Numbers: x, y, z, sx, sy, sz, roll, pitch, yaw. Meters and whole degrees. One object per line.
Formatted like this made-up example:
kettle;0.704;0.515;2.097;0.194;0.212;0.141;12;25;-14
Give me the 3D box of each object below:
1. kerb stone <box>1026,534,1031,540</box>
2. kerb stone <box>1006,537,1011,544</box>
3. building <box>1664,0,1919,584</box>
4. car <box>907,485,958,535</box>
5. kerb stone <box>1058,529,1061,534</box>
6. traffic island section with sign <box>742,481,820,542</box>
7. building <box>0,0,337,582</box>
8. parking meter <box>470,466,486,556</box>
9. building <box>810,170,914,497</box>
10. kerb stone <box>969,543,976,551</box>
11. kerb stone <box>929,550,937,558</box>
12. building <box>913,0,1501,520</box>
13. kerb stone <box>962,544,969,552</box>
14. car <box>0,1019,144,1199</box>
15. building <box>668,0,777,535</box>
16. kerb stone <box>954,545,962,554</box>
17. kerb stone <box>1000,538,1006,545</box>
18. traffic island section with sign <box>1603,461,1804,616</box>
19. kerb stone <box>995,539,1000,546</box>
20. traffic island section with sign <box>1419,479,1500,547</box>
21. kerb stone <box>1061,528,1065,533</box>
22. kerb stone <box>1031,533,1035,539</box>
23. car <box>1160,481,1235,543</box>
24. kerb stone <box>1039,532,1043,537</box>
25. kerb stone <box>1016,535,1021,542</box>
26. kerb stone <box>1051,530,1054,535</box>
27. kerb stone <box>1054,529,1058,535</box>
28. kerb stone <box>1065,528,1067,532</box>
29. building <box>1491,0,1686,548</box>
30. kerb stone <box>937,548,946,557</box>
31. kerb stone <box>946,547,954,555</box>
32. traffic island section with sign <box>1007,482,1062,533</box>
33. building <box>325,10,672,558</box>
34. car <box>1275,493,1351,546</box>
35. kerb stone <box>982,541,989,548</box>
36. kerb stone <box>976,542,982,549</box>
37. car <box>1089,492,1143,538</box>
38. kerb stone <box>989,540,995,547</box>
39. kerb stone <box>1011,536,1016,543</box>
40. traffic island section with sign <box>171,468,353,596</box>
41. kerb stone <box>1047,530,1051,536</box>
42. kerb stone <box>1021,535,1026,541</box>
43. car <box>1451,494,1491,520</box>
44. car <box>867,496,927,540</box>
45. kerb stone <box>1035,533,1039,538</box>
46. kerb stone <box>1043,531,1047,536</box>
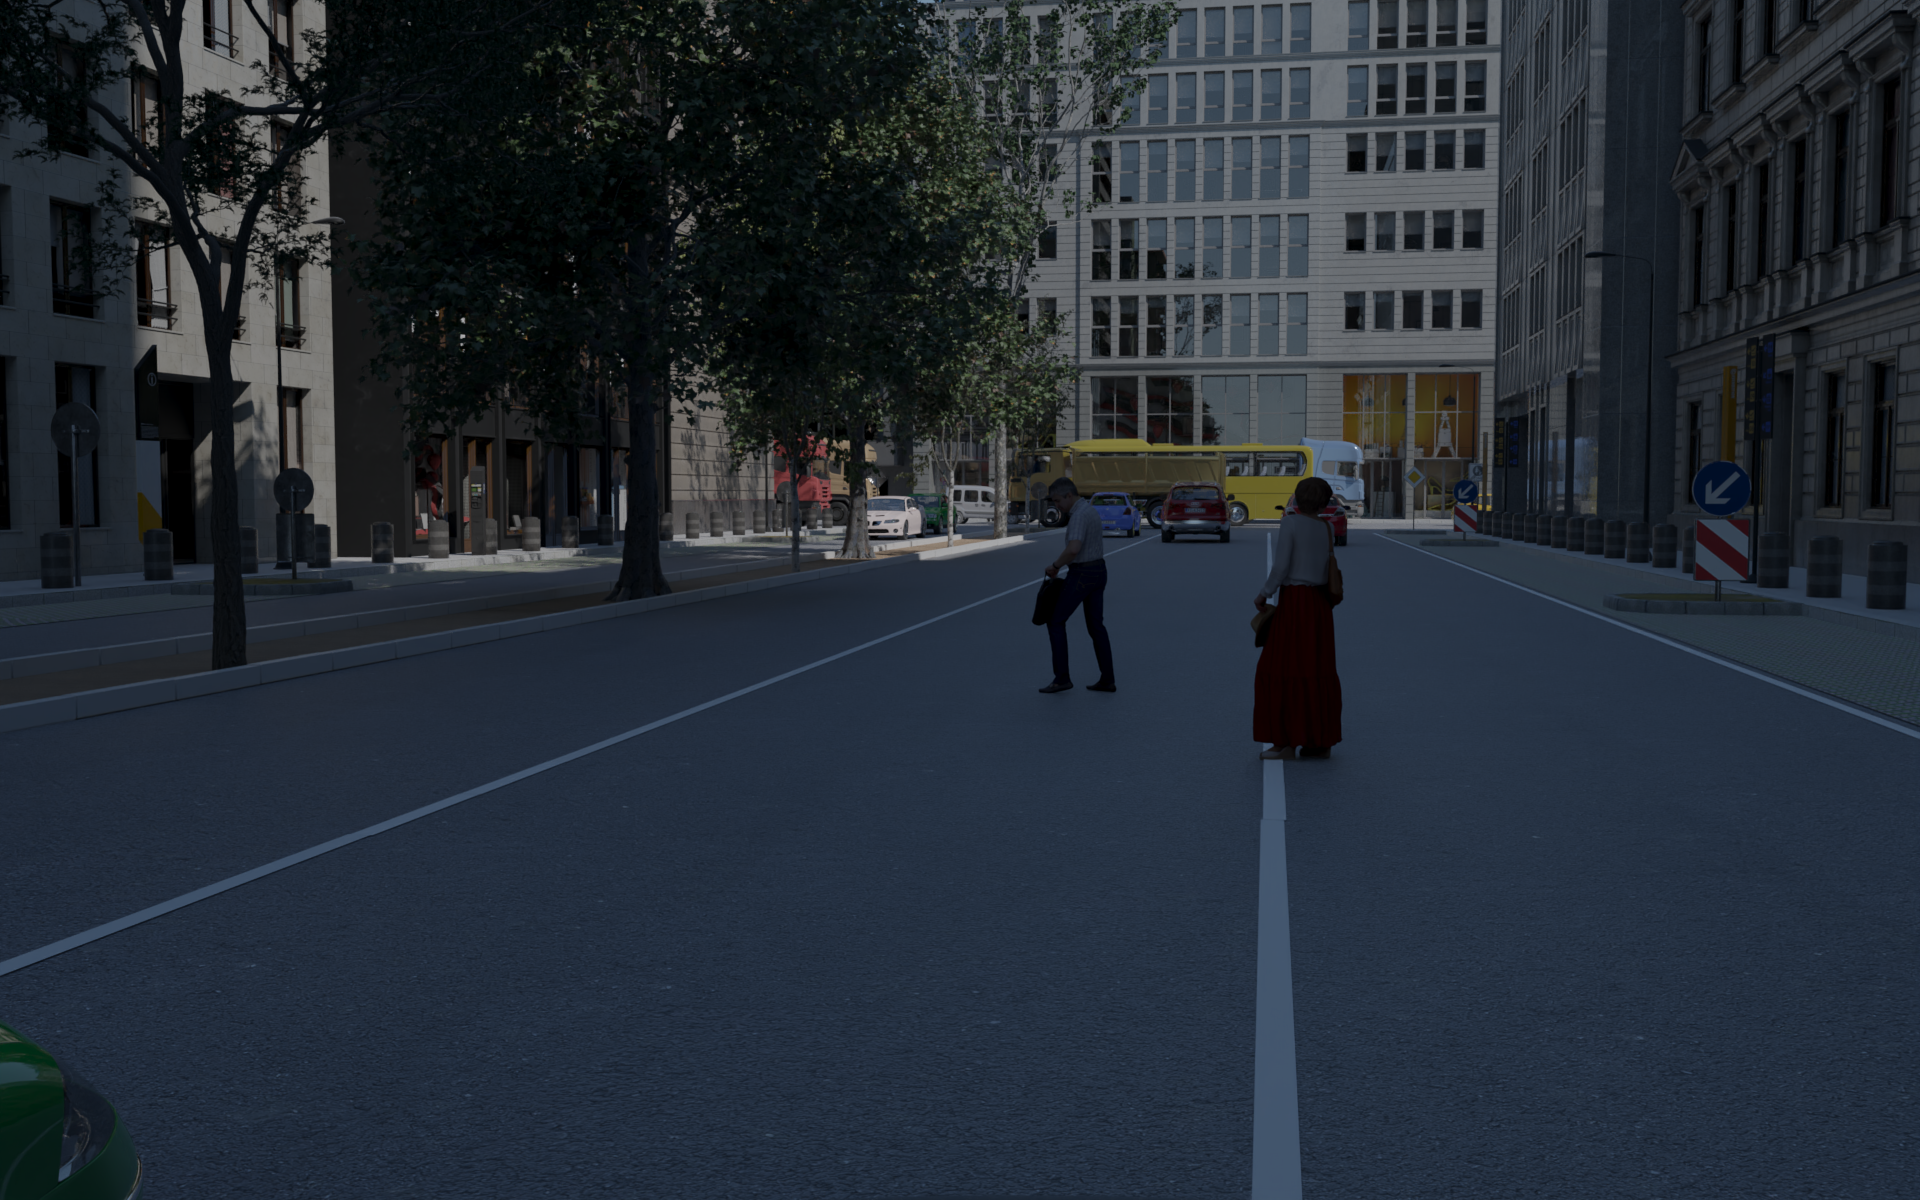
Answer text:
kerb stone;1.993;-1.945;54.001;0.120;0.150;1.000;1;4;10
kerb stone;1.268;-1.698;49.961;0.120;0.150;1.000;1;4;10
building;19.451;-10.109;29.915;10.561;19.102;19.286;1;4;10
car;-1.260;-3.299;62.740;1.959;1.807;4.718;1;4;11
kerb stone;3.427;-2.440;62.097;0.120;0.150;1.000;1;4;10
traffic island section with sign;-5.289;-2.646;51.894;1.989;1.847;2.006;1;4;10
building;-18.947;-10.501;26.438;10.420;20.320;16.860;1;4;10
parking meter;-10.069;-1.864;36.192;0.255;1.863;0.399;0;4;-7
building;-16.037;-17.214;100.523;30.058;24.678;14.314;1;4;10
kerb stone;0.189;-1.327;43.885;0.120;0.150;1.000;1;4;10
kerb stone;-0.720;-1.016;38.822;0.120;0.150;1.000;1;4;10
building;12.995;-19.278;92.684;29.804;29.767;11.434;1;4;10
kerb stone;0.009;-1.260;42.864;0.120;0.150;1.000;1;4;10
car;-2.224;0.515;0.384;1.959;1.807;4.718;1;4;11
building;-19.836;-16.128;60.957;25.104;27.353;12.463;1;4;10
kerb stone;-0.169;-1.202;41.855;0.120;0.150;1.000;1;4;10
kerb stone;1.095;-1.636;48.948;0.120;0.150;1.000;1;4;10
traffic island section with sign;9.061;-0.777;21.330;1.989;1.847;2.006;1;4;10
kerb stone;0.906;-1.574;47.932;0.120;0.150;1.000;1;4;10
traffic island section with sign;13.777;-2.401;47.891;1.989;1.847;2.006;1;4;10
kerb stone;3.605;-2.502;63.107;0.120;0.150;1.000;1;4;10
kerb stone;2.161;-2.007;55.013;0.120;0.150;1.000;1;4;10
car;7.194;-2.687;52.601;2.281;1.827;5.304;1;4;9
kerb stone;2.525;-2.131;57.031;0.120;0.150;1.000;1;4;10
kerb stone;1.631;-1.822;51.979;0.120;0.150;1.000;1;4;10
kerb stone;3.066;-2.317;60.074;0.120;0.150;1.000;1;4;10
kerb stone;3.251;-2.378;61.082;0.120;0.150;1.000;1;4;10
kerb stone;3.789;-2.550;64.116;0.120;0.150;1.000;1;4;10
building;22.824;-14.145;49.291;12.078;24.808;19.932;1;4;10
kerb stone;-0.528;-1.077;39.833;0.120;0.150;1.000;1;4;10
kerb stone;-0.353;-1.139;40.845;0.120;0.150;1.000;1;4;10
traffic island section with sign;2.882;-3.473;64.923;2.006;1.907;1.989;1;4;10
building;-15.813;-13.045;42.959;12.332;23.373;15.834;1;4;10
car;10.073;-2.469;49.404;2.155;1.783;4.494;1;4;10
kerb stone;0.552;-1.449;45.903;0.120;0.150;1.000;1;4;10
kerb stone;0.363;-1.388;44.895;0.120;0.150;1.000;1;4;10
car;5.133;-2.972;58.184;1.945;1.707;3.694;1;4;11
kerb stone;0.732;-1.512;46.918;0.120;0.150;1.000;1;4;10
kerb stone;1.455;-1.759;50.968;0.120;0.150;1.000;1;4;10
traffic island section with sign;-10.023;-1.017;25.257;1.989;1.847;2.006;1;4;10
kerb stone;2.889;-2.254;59.048;0.120;0.150;1.000;1;4;10
kerb stone;1.813;-1.882;52.990;0.120;0.150;1.000;1;4;10
car;24.241;-4.154;78.143;3.980;1.641;2.015;1;4;8
car;-2.302;-2.634;55.421;2.083;1.381;4.827;1;4;10
kerb stone;2.343;-2.069;56.022;0.120;0.150;1.000;1;4;10
kerb stone;2.709;-2.190;58.039;0.120;0.150;1.000;1;4;10
